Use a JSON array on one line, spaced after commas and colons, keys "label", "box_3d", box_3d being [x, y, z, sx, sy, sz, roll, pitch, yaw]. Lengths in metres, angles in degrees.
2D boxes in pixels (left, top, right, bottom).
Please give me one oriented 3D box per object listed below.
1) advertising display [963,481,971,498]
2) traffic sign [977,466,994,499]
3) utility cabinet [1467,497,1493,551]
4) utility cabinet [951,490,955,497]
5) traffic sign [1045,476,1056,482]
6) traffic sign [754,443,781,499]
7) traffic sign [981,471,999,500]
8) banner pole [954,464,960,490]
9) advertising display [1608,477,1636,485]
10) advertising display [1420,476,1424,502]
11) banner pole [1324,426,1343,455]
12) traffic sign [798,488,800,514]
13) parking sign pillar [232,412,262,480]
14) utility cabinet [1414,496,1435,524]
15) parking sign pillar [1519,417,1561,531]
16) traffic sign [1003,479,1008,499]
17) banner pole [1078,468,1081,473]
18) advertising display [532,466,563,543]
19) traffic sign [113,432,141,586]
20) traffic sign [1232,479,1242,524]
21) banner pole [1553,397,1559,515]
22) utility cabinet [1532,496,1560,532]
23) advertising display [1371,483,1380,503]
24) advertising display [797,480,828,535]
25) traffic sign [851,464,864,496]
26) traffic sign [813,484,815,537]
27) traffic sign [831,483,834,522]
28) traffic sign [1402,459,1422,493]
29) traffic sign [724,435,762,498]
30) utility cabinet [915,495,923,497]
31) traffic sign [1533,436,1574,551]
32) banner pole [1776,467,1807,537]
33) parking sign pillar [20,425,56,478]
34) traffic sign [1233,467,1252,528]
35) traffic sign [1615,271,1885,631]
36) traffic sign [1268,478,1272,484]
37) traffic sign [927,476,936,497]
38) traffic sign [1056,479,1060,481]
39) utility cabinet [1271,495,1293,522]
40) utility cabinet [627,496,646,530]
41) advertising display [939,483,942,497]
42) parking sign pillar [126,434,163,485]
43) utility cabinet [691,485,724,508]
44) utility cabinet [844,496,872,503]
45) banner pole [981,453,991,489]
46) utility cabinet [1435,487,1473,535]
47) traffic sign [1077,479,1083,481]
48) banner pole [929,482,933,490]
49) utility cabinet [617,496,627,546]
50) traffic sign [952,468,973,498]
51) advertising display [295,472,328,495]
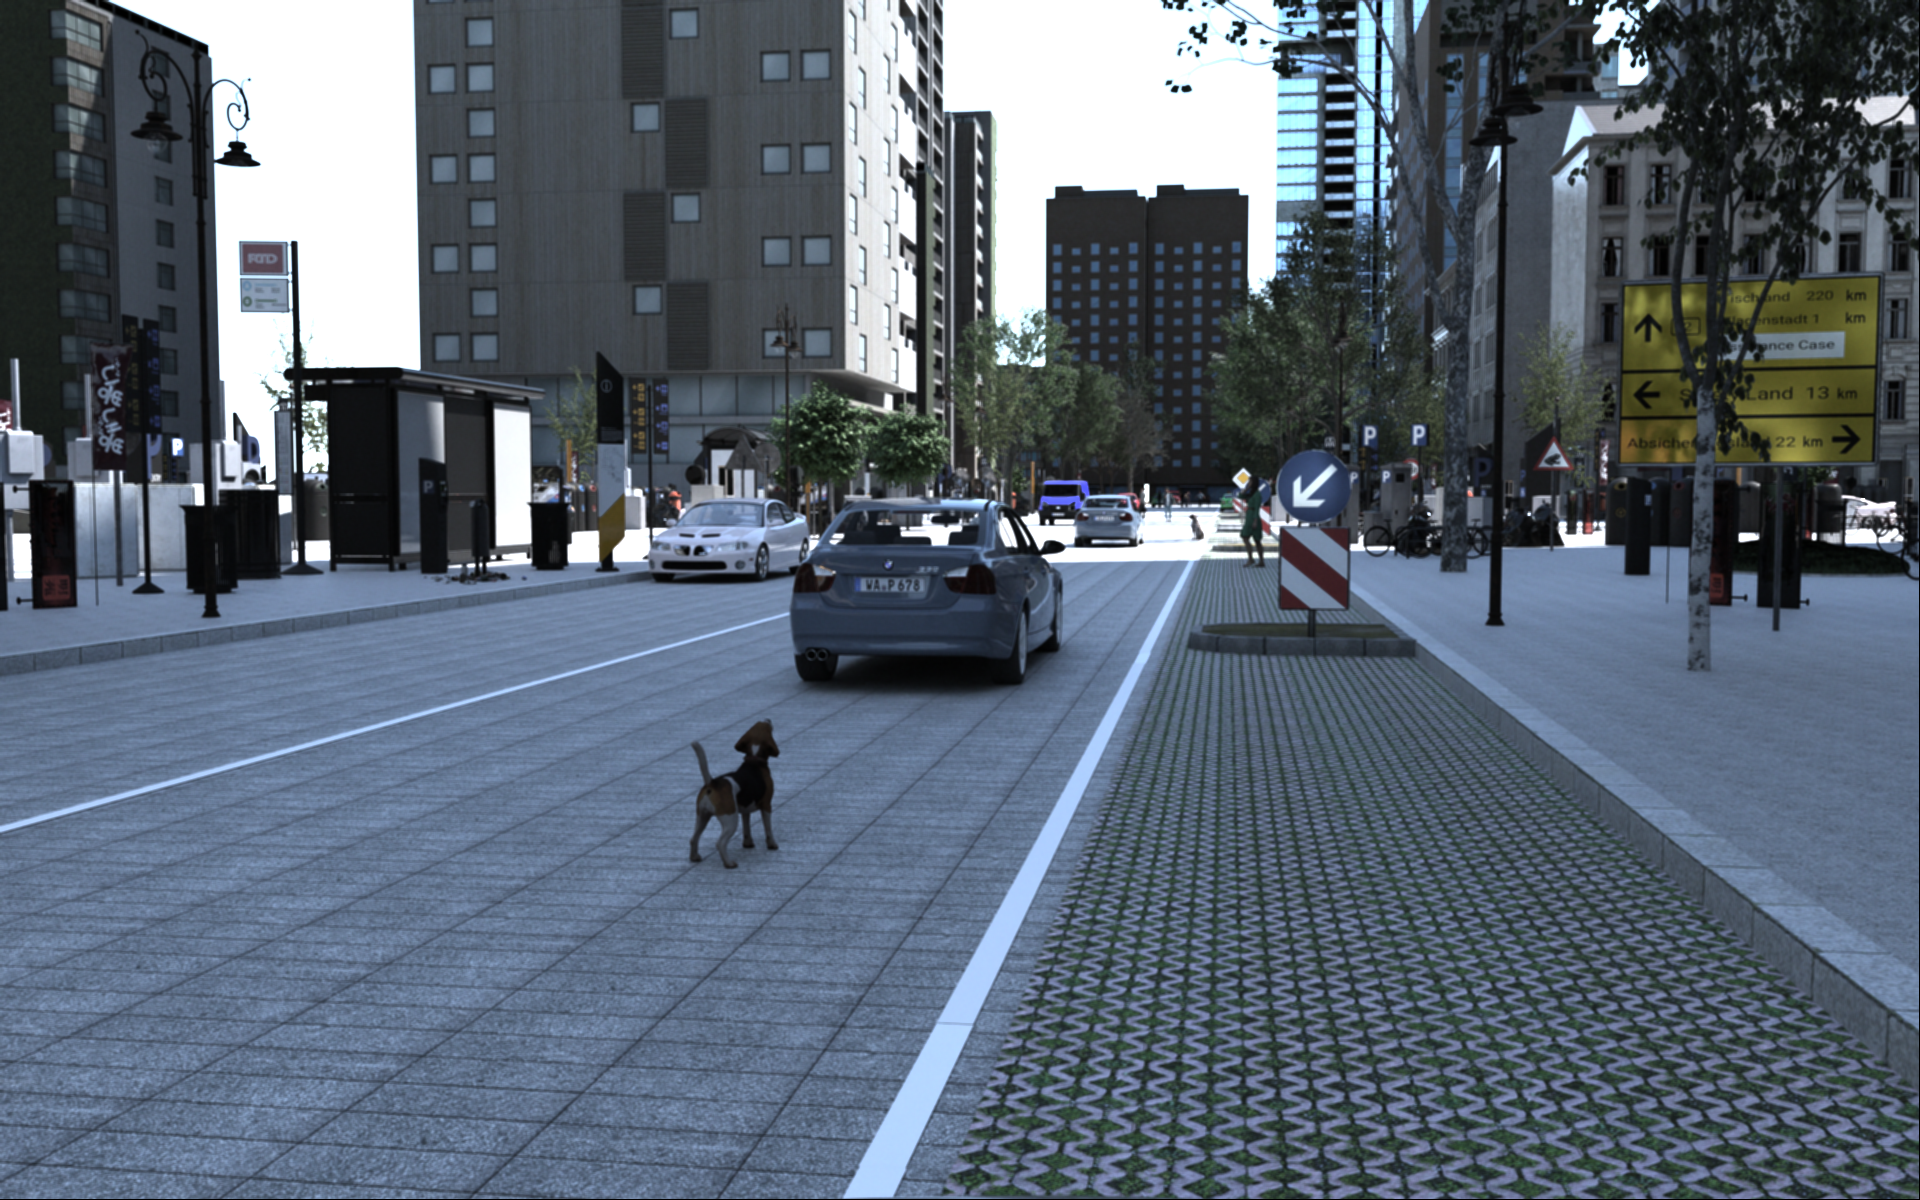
[{"label": "advertising display", "box_3d": [0.268, -4.289, 75.333, 0.123, 1.923, 0.974, -1, 4, -17]}, {"label": "traffic sign", "box_3d": [1.152, -4.757, 77.889, 0.768, 2.556, 0.104, 1, 4, 10]}, {"label": "utility cabinet", "box_3d": [11.777, -1.724, 39.353, 0.306, 1.237, 1.020, -1, 4, -10]}, {"label": "utility cabinet", "box_3d": [-0.122, -5.957, 106.083, 0.318, 1.500, 1.173, -3, 4, -38]}, {"label": "traffic sign", "box_3d": [6.323, -7.420, 121.430, 0.768, 2.556, 0.104, 1, 4, 10]}, {"label": "traffic sign", "box_3d": [-4.821, -2.627, 43.055, 0.768, 2.556, 0.104, 1, 4, 18]}, {"label": "traffic sign", "box_3d": [1.302, -4.366, 75.033, 0.795, 2.450, 0.064, 1, 4, 9]}, {"label": "banner pole", "box_3d": [-0.258, -9.401, 143.718, 0.401, 3.779, 0.863, -3, 5, -42]}, {"label": "advertising display", "box_3d": [24.337, -3.578, 63.711, 0.974, 1.923, 0.123, 1, 4, 14]}, {"label": "advertising display", "box_3d": [16.181, -3.396, 60.736, 0.123, 1.923, 0.974, 1, 4, 16]}, {"label": "banner pole", "box_3d": [13.703, -4.491, 63.444, 0.863, 3.779, 0.401, 2, 4, 27]}, {"label": "traffic sign", "box_3d": [-4.826, -3.169, 51.916, 0.768, 2.556, 0.104, 1, 4, 10]}, {"label": "parking sign pillar", "box_3d": [-23.613, -4.217, 57.419, 1.447, 3.967, 1.447, 0, 4, -1]}, {"label": "utility cabinet", "box_3d": [19.854, -3.819, 73.607, 1.020, 1.237, 0.306, 0, 4, -2]}, {"label": "parking sign pillar", "box_3d": [20.266, -4.407, 60.528, 1.447, 3.967, 1.447, -1, 4, -12]}, {"label": "traffic sign", "box_3d": [3.143, -7.255, 119.806, 0.795, 2.450, 0.064, 1, 4, 18]}, {"label": "banner pole", "box_3d": [10.082, -9.559, 146.302, 0.401, 3.779, 0.863, -1, 4, -18]}, {"label": "advertising display", "box_3d": [-9.478, -2.092, 39.412, 0.974, 1.923, 0.123, 1, 4, 19]}, {"label": "traffic sign", "box_3d": [-11.725, -1.467, 24.093, 0.768, 2.556, 0.104, 1, 4, 14]}, {"label": "traffic sign", "box_3d": [11.919, -4.266, 73.388, 0.795, 2.450, 0.064, 1, 4, 9]}, {"label": "banner pole", "box_3d": [15.505, -3.374, 45.182, 0.401, 3.779, 0.863, 1, 4, 12]}, {"label": "utility cabinet", "box_3d": [18.998, -2.754, 56.192, 0.306, 1.237, 1.020, -1, 4, -19]}, {"label": "advertising display", "box_3d": [25.087, -6.077, 104.578, 0.123, 1.923, 0.974, 3, 5, 39]}, {"label": "advertising display", "box_3d": [-4.608, -2.986, 54.032, 0.974, 1.923, 0.123, -1, 4, -9]}, {"label": "traffic sign", "box_3d": [-4.133, -4.119, 67.444, 0.768, 2.556, 0.104, 1, 4, 14]}, {"label": "traffic sign", "box_3d": [-4.339, -3.147, 51.462, 0.884, 2.594, 0.081, 1, 4, 16]}, {"label": "traffic sign", "box_3d": [-3.864, -3.201, 52.436, 0.768, 2.556, 0.104, 1, 4, 12]}, {"label": "traffic sign", "box_3d": [16.246, -3.815, 62.476, 0.768, 2.556, 0.104, 1, 4, 17]}, {"label": "traffic sign", "box_3d": [-4.741, -2.313, 37.816, 0.884, 2.594, 0.081, 1, 4, 13]}, {"label": "utility cabinet", "box_3d": [-2.229, -5.028, 93.369, 0.306, 1.237, 1.020, 1, 4, 14]}, {"label": "traffic sign", "box_3d": [13.293, -2.375, 38.841, 0.884, 2.594, 0.081, 1, 4, 14]}, {"label": "banner pole", "box_3d": [20.519, -3.213, 42.555, 0.863, 3.779, 0.401, 2, 4, 35]}, {"label": "parking sign pillar", "box_3d": [-34.234, -4.627, 64.126, 1.447, 3.967, 1.447, 3, 5, 45]}, {"label": "traffic sign", "box_3d": [10.706, -3.783, 65.495, 0.795, 2.450, 0.064, 1, 4, 9]}, {"label": "traffic sign", "box_3d": [7.358, -1.369, 16.261, 2.265, 3.308, 0.079, 1, 4, 18]}, {"label": "traffic sign", "box_3d": [24.061, -8.195, 133.995, 0.884, 2.594, 0.081, 1, 4, 12]}, {"label": "traffic sign", "box_3d": [-1.543, -5.140, 84.138, 0.768, 2.556, 0.104, 1, 4, 13]}, {"label": "traffic sign", "box_3d": [8.384, -9.069, 148.376, 0.768, 2.556, 0.104, 1, 4, 17]}, {"label": "utility cabinet", "box_3d": [14.677, -4.144, 78.916, 1.020, 1.237, 0.306, -2, 4, -24]}, {"label": "utility cabinet", "box_3d": [-11.639, -3.092, 61.712, 1.020, 1.237, 0.306, 3, 4, 37]}, {"label": "advertising display", "box_3d": [-0.935, -5.837, 100.642, 0.123, 1.923, 0.974, -2, 4, -26]}, {"label": "parking sign pillar", "box_3d": [-19.829, -3.281, 42.122, 1.447, 3.967, 1.447, 0, 4, -6]}, {"label": "utility cabinet", "box_3d": [-5.995, -1.991, 41.238, 0.318, 1.500, 1.173, -2, 4, -35]}, {"label": "utility cabinet", "box_3d": [-3.798, -3.261, 64.476, 1.020, 1.237, 0.306, 0, 4, -5]}, {"label": "banner pole", "box_3d": [1.583, -6.845, 101.934, 0.863, 3.779, 0.401, -1, 4, -19]}, {"label": "utility cabinet", "box_3d": [15.489, -2.792, 54.330, 1.173, 1.500, 0.318, -1, 4, -18]}, {"label": "traffic sign", "box_3d": [9.866, -8.729, 142.829, 0.768, 2.556, 0.104, 1, 4, 13]}, {"label": "banner pole", "box_3d": [-2.118, -8.613, 130.832, 0.863, 3.779, 0.401, 2, 4, 25]}, {"label": "utility cabinet", "box_3d": [-8.569, -1.932, 42.742, 0.306, 1.237, 1.020, 0, 4, 5]}, {"label": "traffic sign", "box_3d": [0.089, -3.884, 67.141, 0.795, 2.450, 0.064, 1, 4, 9]}, {"label": "advertising display", "box_3d": [-18.867, -2.768, 50.473, 0.974, 1.923, 0.123, -2, 4, -29]}]
